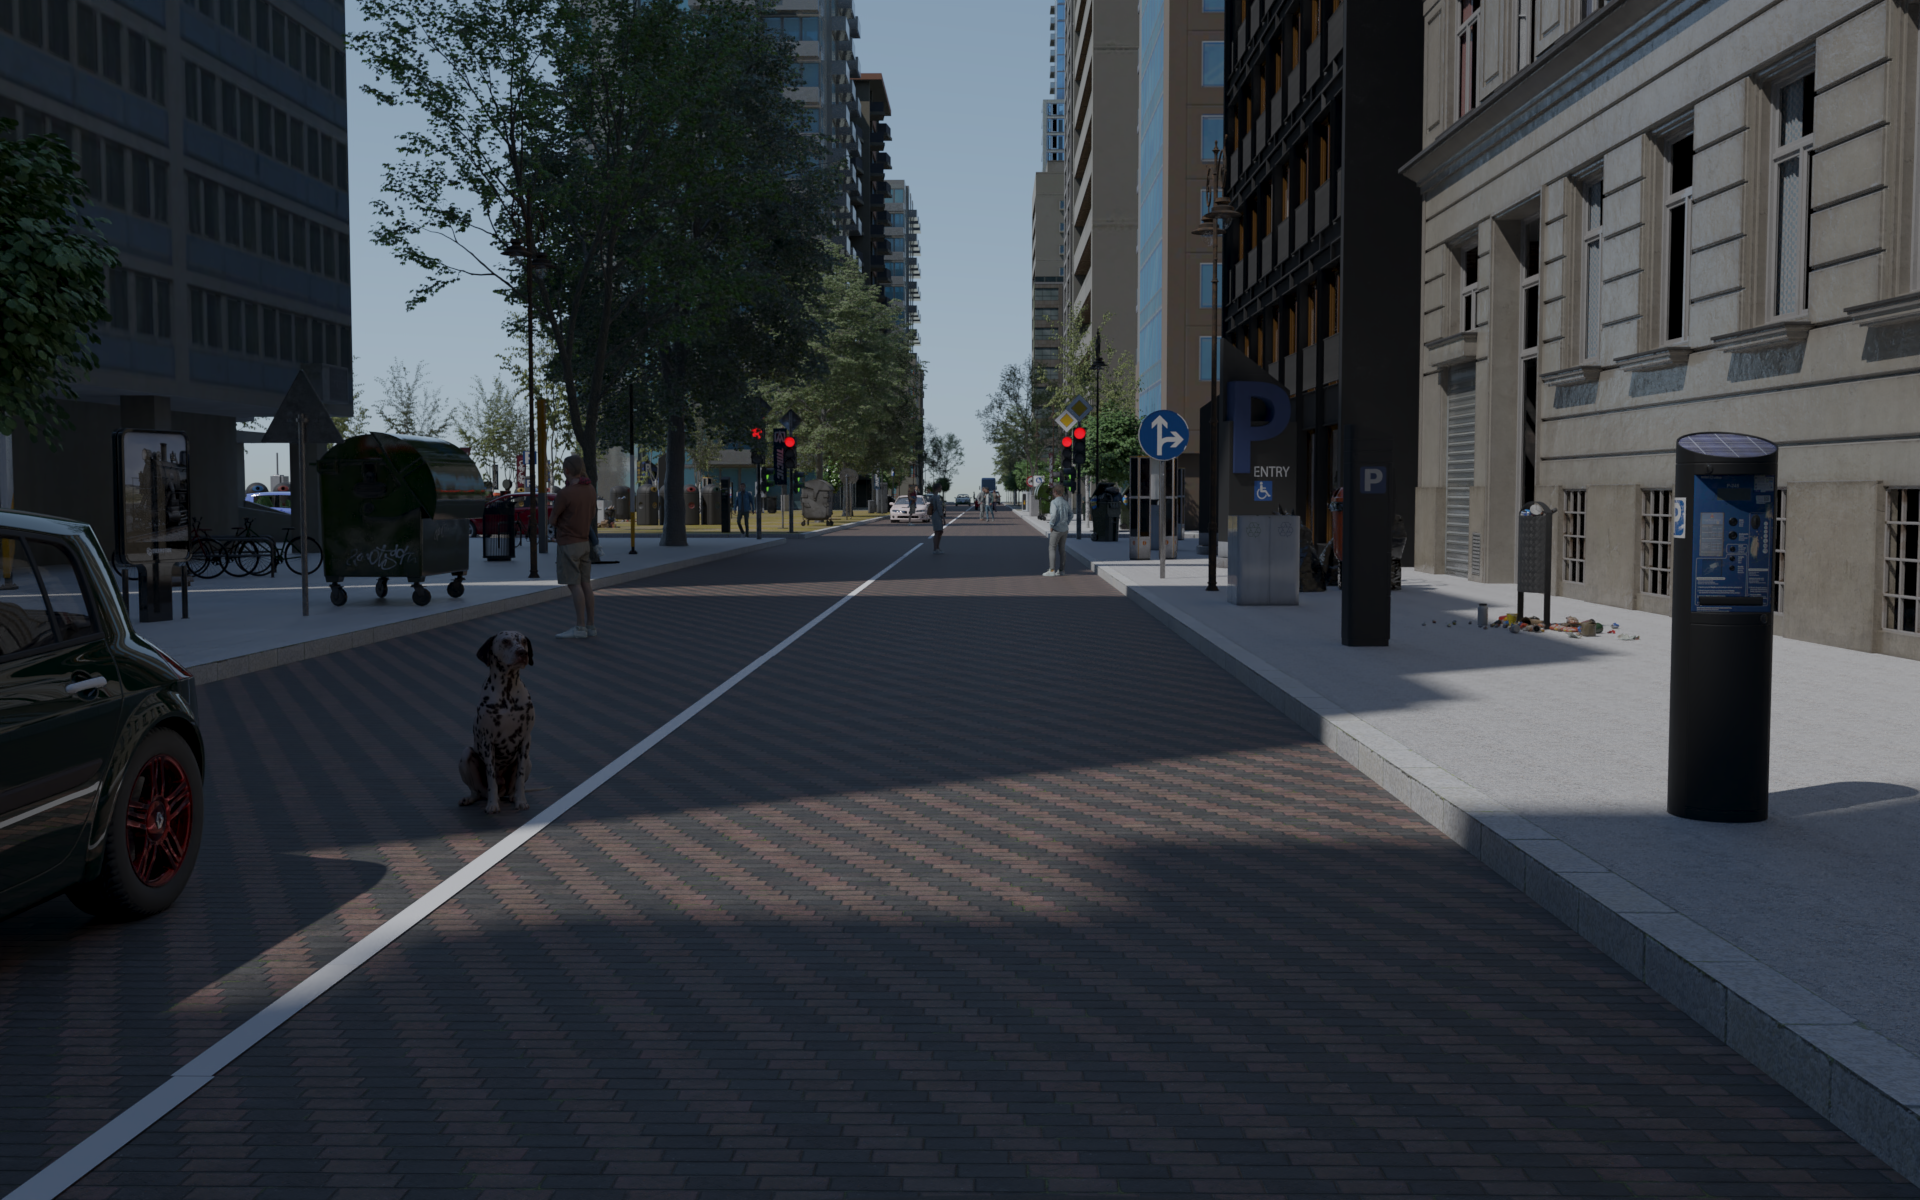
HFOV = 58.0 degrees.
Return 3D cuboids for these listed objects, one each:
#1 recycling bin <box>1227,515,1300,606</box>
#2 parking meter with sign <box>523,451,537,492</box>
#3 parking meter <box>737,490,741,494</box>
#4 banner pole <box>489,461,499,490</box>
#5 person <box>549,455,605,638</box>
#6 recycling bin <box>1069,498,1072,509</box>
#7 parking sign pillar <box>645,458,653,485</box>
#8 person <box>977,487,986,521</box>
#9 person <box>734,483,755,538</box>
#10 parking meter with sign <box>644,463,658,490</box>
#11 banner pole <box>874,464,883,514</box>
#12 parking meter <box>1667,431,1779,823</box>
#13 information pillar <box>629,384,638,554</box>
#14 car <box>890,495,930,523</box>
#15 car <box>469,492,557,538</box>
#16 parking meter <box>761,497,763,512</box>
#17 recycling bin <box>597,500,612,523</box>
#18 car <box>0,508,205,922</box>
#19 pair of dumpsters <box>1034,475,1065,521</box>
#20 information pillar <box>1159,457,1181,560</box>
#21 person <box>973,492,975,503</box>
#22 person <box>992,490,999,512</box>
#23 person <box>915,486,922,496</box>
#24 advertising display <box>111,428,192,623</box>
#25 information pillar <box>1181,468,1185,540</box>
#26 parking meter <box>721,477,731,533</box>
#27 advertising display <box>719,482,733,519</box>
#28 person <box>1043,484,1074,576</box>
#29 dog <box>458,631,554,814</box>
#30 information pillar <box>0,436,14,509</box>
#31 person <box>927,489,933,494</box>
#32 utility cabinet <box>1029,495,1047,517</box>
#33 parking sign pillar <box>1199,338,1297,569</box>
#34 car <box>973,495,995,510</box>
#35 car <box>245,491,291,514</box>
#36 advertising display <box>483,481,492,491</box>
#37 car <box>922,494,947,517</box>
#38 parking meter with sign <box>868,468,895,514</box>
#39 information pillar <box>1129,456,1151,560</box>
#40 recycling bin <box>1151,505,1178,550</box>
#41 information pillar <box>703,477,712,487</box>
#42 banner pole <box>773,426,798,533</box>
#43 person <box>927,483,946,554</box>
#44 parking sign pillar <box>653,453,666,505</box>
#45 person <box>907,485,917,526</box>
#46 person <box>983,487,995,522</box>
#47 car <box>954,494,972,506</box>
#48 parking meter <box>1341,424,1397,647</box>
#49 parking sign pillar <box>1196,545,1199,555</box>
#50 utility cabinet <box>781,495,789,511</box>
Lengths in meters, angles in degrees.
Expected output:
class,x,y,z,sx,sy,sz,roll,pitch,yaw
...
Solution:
class,x,y,z,sx,sy,sz,roll,pitch,yaw
recycling bin,3.538,-0.469,20.224,0.722,1.027,0.722,0,4,-1
parking meter with sign,-17.217,-4.465,69.262,0.543,3.016,1.738,-1,4,-12
parking meter,-14.329,-6.396,112.986,0.372,1.533,0.369,0,3,0
banner pole,-34.593,-8.462,128.378,0.863,3.779,0.401,-2,4,-26
person,-3.852,-0.546,17.396,0.573,1.828,0.580,-2,4,-25
recycling bin,7.102,-6.248,114.712,0.722,1.027,0.722,2,4,30
parking sign pillar,-22.490,-8.486,127.215,1.447,3.967,1.447,-3,5,-44
person,1.228,-5.223,93.996,0.391,1.810,0.635,2,4,35
person,-6.693,-2.746,53.747,0.601,1.785,0.444,1,4,17
parking meter with sign,-16.933,-6.193,97.523,1.738,3.016,0.543,2,4,28
banner pole,-5.123,-7.318,109.671,0.863,3.779,0.401,2,4,32
parking meter,3.029,0.093,6.883,0.372,1.533,0.369,0,3,0
information pillar,-6.998,-2.791,36.980,0.183,3.616,0.504,-1,4,-9
car,-2.495,-4.615,87.813,2.083,1.381,4.827,0,4,2
car,-13.519,-2.669,52.684,4.494,1.783,2.155,0,4,2
parking meter,-14.537,-7.346,125.820,0.255,1.863,0.399,2,4,30
recycling bin,-14.208,-3.417,68.417,0.722,1.027,0.722,1,4,16
car,-3.616,0.320,4.555,2.009,1.686,4.222,0,4,2
pair of dumpsters,4.465,-5.018,84.537,1.574,2.255,4.437,0,4,1
information pillar,4.089,-1.804,33.988,0.304,2.012,0.304,1,4,21
person,2.143,-15.806,266.906,0.705,1.826,1.348,0,4,-7
person,2.777,-7.908,138.319,0.617,1.759,0.750,1,4,19
person,-2.455,-5.475,97.370,0.474,1.900,0.648,2,4,24
advertising display,-8.094,-0.744,17.385,0.123,1.923,0.974,1,4,14
information pillar,6.059,-2.666,48.088,0.304,2.012,0.304,1,4,22
parking meter,-7.790,-3.173,57.596,0.255,1.863,0.399,0,4,3
advertising display,-12.214,-5.210,90.400,0.974,1.923,0.123,3,5,40
person,1.732,-1.229,30.397,0.589,1.601,0.330,-3,4,-37
dog,-2.068,0.535,8.083,0.513,0.831,0.800,1,4,14
information pillar,-12.807,-1.950,23.240,0.183,3.616,0.504,-1,4,-20
person,-2.093,-6.920,121.828,0.592,1.802,0.473,3,5,40
utility cabinet,4.469,-5.357,98.750,1.020,1.237,0.306,-1,4,-21
parking sign pillar,5.183,-2.548,30.133,1.447,3.967,1.447,-1,4,-17
car,2.259,-9.009,156.339,2.155,1.783,4.494,0,4,2
car,-20.713,-2.725,54.146,3.694,1.707,1.945,0,4,1
advertising display,-23.712,-4.953,86.189,0.123,1.923,0.974,3,5,40
car,-1.802,-6.035,108.456,2.009,1.686,4.222,0,4,3
parking meter with sign,-5.191,-7.225,114.390,1.738,3.016,0.543,-1,4,-20
information pillar,3.493,-1.779,33.575,0.304,2.012,0.304,-2,4,-31
recycling bin,4.560,-1.667,39.816,0.722,1.027,0.722,2,4,28
information pillar,-11.186,-4.420,76.756,0.304,2.012,0.304,3,4,38
banner pole,-5.834,-4.141,57.729,0.863,3.779,0.401,0,4,5
person,-0.549,-1.962,41.585,0.522,1.701,0.512,-1,4,-21
parking sign pillar,-14.733,-6.106,88.307,1.447,3.967,1.447,-1,4,-14
person,-2.185,-4.295,78.698,0.573,1.828,0.580,-3,5,-40
person,1.488,-4.967,90.056,0.623,1.781,0.721,1,4,22
car,0.373,-11.899,206.339,2.131,1.459,4.920,0,4,1
parking meter,3.452,-0.545,14.628,0.399,1.863,0.255,0,4,-6
parking sign pillar,5.759,-2.952,36.743,1.447,3.967,1.447,2,4,26
utility cabinet,-12.881,-7.143,127.947,0.306,1.237,1.020,1,4,20
